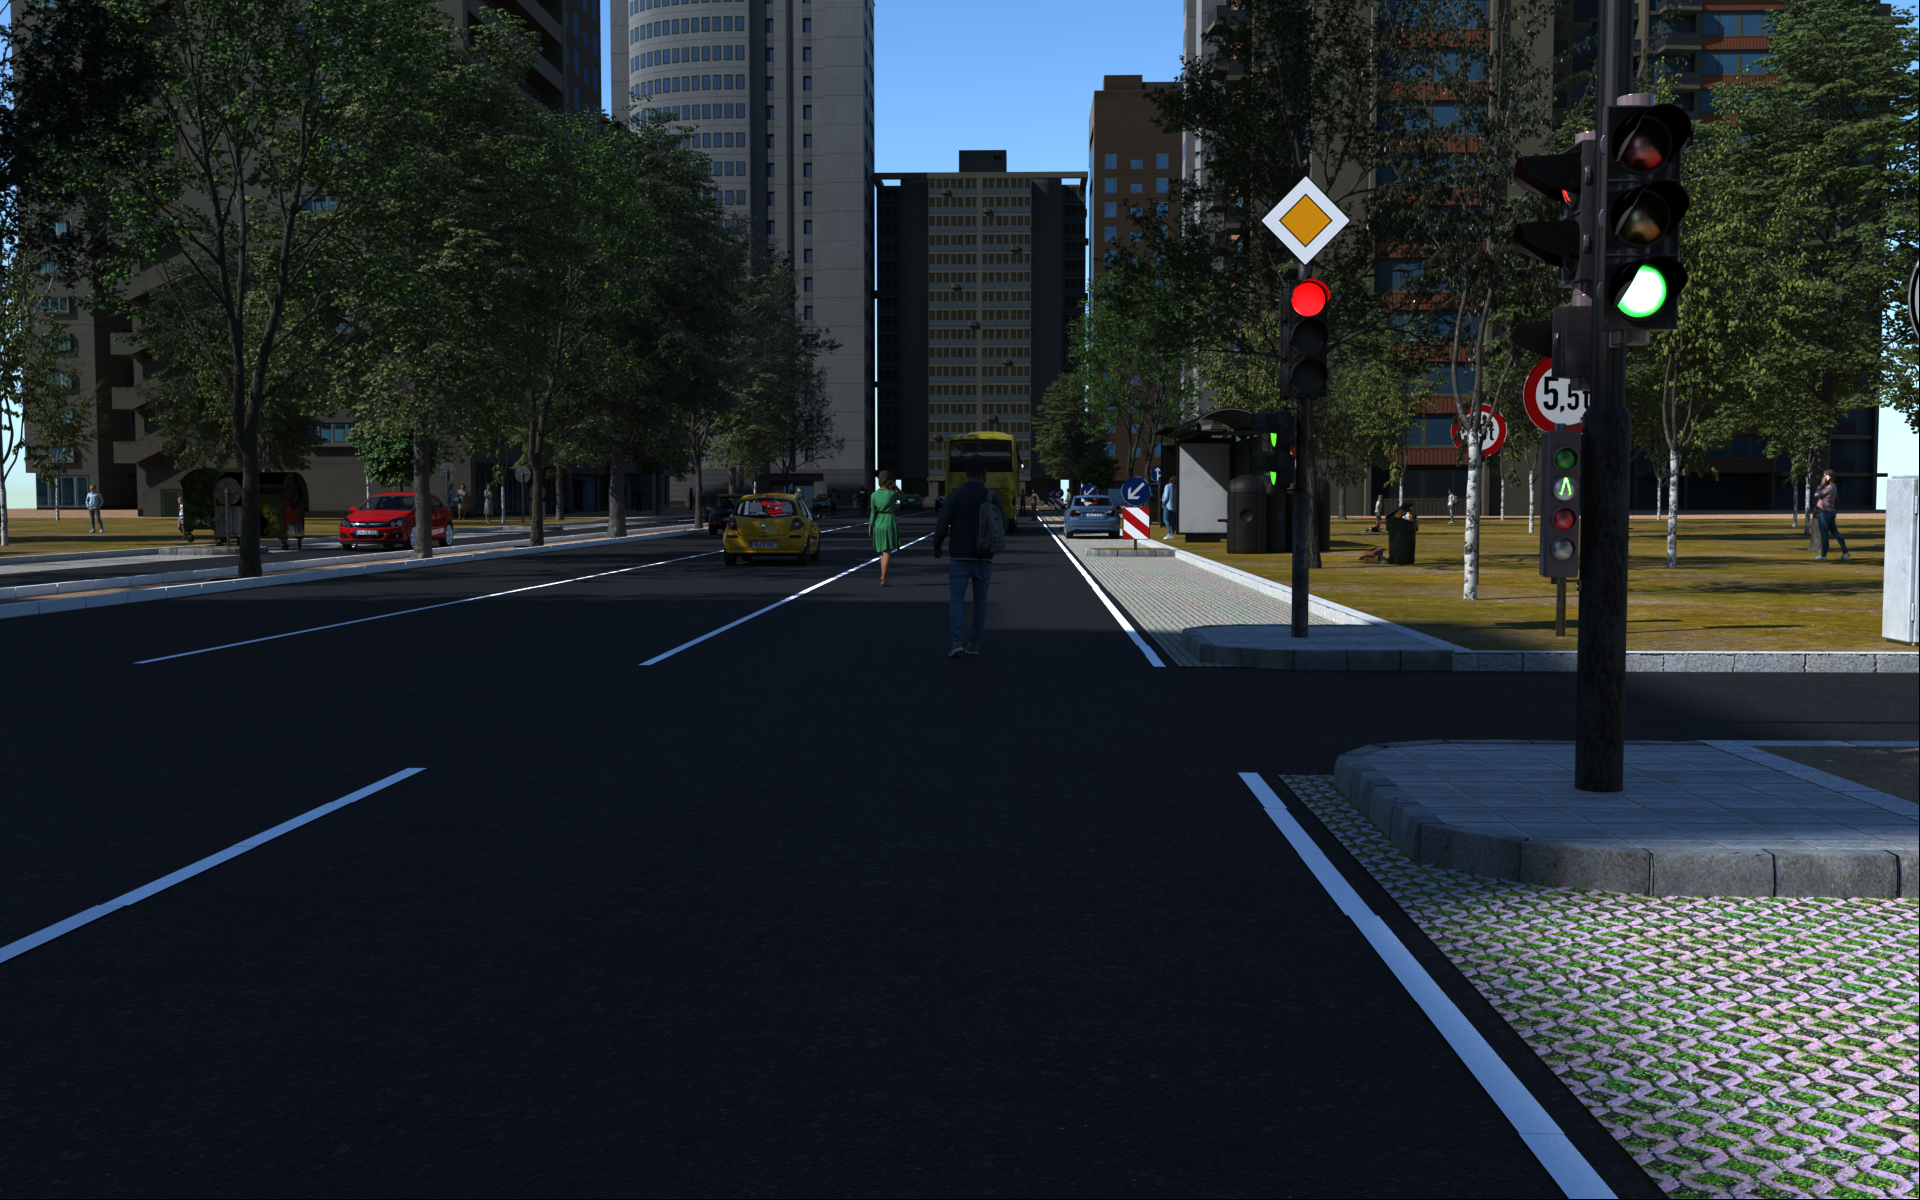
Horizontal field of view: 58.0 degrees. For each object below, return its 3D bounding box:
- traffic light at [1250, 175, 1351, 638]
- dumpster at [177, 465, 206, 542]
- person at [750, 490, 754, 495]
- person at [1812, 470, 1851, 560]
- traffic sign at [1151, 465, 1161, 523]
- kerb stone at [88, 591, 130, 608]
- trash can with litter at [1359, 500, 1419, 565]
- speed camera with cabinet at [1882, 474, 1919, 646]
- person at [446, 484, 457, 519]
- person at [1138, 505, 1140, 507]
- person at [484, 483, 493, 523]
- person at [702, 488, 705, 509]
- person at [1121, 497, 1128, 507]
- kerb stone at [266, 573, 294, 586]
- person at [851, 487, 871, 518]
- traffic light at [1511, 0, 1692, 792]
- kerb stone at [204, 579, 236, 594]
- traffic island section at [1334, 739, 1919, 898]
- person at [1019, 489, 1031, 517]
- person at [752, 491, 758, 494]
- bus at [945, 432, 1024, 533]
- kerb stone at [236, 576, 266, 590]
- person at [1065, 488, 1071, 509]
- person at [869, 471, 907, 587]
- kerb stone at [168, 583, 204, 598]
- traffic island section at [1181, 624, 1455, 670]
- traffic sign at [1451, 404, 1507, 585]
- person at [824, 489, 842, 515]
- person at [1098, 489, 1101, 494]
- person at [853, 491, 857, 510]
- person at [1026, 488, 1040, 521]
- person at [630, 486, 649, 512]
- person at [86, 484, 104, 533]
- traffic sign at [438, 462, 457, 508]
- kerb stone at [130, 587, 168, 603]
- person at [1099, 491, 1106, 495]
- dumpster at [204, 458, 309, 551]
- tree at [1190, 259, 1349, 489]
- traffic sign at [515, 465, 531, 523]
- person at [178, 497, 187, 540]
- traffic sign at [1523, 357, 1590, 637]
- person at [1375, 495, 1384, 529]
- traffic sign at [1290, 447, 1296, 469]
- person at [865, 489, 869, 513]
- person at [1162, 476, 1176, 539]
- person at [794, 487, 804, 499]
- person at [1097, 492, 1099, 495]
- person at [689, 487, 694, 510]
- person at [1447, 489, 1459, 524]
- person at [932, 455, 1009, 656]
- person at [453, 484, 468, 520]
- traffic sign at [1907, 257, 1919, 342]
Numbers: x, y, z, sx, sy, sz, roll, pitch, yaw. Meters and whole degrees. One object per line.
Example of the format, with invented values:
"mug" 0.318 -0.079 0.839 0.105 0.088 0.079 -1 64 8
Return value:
"traffic light" 3.031 -1.622 15.433 0.839 4.253 0.868 0 4 2
"dumpster" -19.934 -2.700 46.634 1.502 2.255 1.985 0 4 2
"person" -14.669 -6.976 123.108 0.990 1.755 0.434 1 4 12
"person" 16.891 -1.646 33.539 0.643 1.750 0.593 3 5 41
"traffic sign" 8.842 -4.699 76.934 0.768 2.556 0.104 1 4 10
"kerb stone" -10.990 0.006 22.203 0.120 0.150 1.000 0 4 2
"trash can with litter" 7.829 -1.239 31.643 1.055 1.170 0.624 2 4 32
"speed camera with cabinet" 9.021 -1.242 14.636 2.038 3.252 0.660 0 4 6
"person" -25.775 -4.988 87.690 0.616 1.811 0.778 -3 4 -38
"person" 12.220 -6.647 117.948 0.697 1.427 0.421 3 4 39
"person" -20.754 -4.272 76.462 0.524 1.755 0.480 1 4 21
"person" -21.546 -8.486 144.654 0.709 1.838 0.599 -1 4 -10
"person" 16.157 -9.833 166.837 1.348 1.821 0.705 -2 4 -24
"kerb stone" -10.822 -0.307 27.319 0.120 0.150 1.000 0 4 2
"person" -5.767 -5.781 102.654 1.348 1.869 0.705 0 4 -3
"traffic light" 0.663 -2.001 7.383 4.771 5.953 1.251 0 4 2
"kerb stone" -10.882 -0.188 25.272 0.120 0.150 1.000 0 4 2
"traffic island section" 2.796 0.900 7.565 2.009 0.180 2.903 0 4 2
"person" 3.973 -6.109 109.069 1.217 1.739 0.721 0 4 -8
"person" -14.459 -6.951 122.085 1.348 1.831 0.705 -2 4 -28
"bus" 1.003 -4.630 67.249 2.896 3.916 12.252 0 4 3
"kerb stone" -10.853 -0.249 26.297 0.120 0.150 1.000 0 4 2
"person" 6.743 -6.075 107.910 0.705 1.814 1.350 0 4 -6
"person" -1.169 -1.113 26.944 0.600 1.795 0.529 1 4 16
"kerb stone" -10.918 -0.125 24.246 0.120 0.150 1.000 0 4 2
"traffic island section" 3.071 0.412 15.545 2.009 0.180 2.903 0 4 2
"traffic sign" 7.298 -1.488 24.435 0.768 2.556 0.104 1 4 9
"person" -8.885 -6.900 121.417 1.348 1.812 0.705 -2 4 -24
"person" 11.807 -8.570 146.168 1.348 1.822 0.705 1 4 16
"person" -9.615 -9.148 158.734 0.551 1.740 0.621 1 4 22
"person" 3.894 -5.102 92.634 0.721 1.735 1.217 -2 4 -33
"person" -22.397 -7.051 120.961 1.348 1.869 0.705 -2 4 -29
"person" -28.655 -3.026 57.323 0.589 1.601 0.330 0 4 4
"traffic sign" -20.208 -4.169 68.276 0.768 2.556 0.104 1 4 11
"kerb stone" -10.956 -0.063 23.224 0.120 0.150 1.000 0 4 2
"person" 11.397 -8.170 139.498 0.599 1.838 0.709 -2 4 -29
"dumpster" -17.781 -2.389 44.016 1.985 2.255 1.502 0 4 3
"tree" 9.141 -6.252 52.584 4.737 8.622 4.395 0 3 0
"traffic sign" -19.471 -4.711 77.125 0.768 2.556 0.104 1 4 11
"person" -21.552 -2.273 48.219 0.505 1.210 0.382 3 4 38
"traffic sign" 5.419 -0.944 15.548 0.768 2.556 0.104 0 4 6
"person" 15.245 -3.193 62.935 0.332 1.250 0.352 -1 4 -21
"traffic sign" 8.183 -2.647 43.288 0.884 2.594 0.081 0 4 6
"person" -7.253 -7.717 134.635 0.705 1.831 1.348 -1 4 -8
"person" 6.010 -2.638 49.438 0.793 1.790 0.793 1 4 15
"person" -8.014 -4.749 86.333 0.537 1.800 0.526 1 4 9
"person" 8.366 -5.974 106.906 0.799 1.438 0.628 3 4 37
"person" -21.385 -8.061 137.969 0.705 1.807 1.348 -1 4 -13
"person" 21.457 -4.095 75.585 0.523 1.515 0.503 -3 4 -36
"person" 0.106 -0.402 15.420 0.623 1.781 0.721 -1 4 -17
"person" -24.495 -4.803 84.933 0.716 1.782 0.532 0 4 -5
"traffic sign" 4.662 -0.475 7.865 0.768 2.556 0.104 0 4 7
